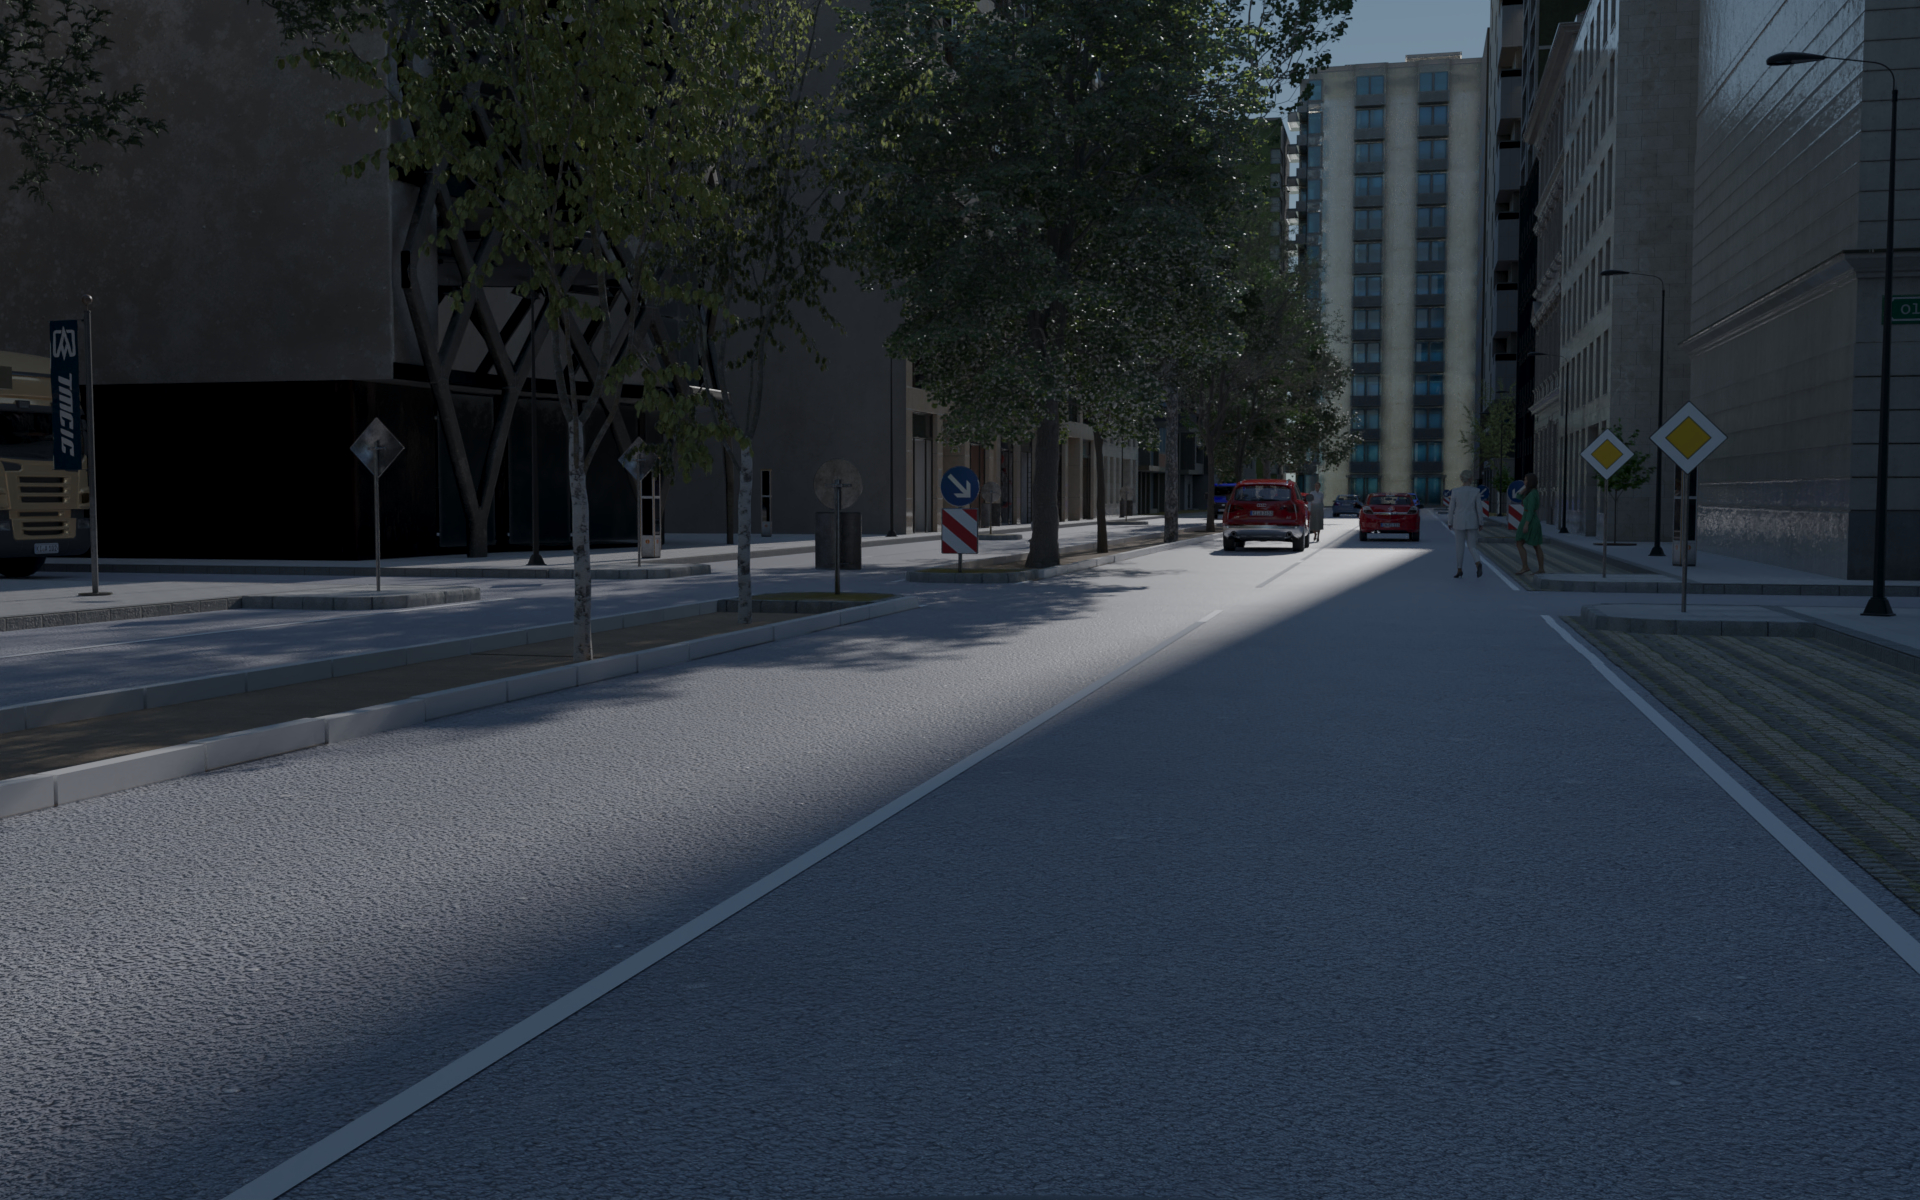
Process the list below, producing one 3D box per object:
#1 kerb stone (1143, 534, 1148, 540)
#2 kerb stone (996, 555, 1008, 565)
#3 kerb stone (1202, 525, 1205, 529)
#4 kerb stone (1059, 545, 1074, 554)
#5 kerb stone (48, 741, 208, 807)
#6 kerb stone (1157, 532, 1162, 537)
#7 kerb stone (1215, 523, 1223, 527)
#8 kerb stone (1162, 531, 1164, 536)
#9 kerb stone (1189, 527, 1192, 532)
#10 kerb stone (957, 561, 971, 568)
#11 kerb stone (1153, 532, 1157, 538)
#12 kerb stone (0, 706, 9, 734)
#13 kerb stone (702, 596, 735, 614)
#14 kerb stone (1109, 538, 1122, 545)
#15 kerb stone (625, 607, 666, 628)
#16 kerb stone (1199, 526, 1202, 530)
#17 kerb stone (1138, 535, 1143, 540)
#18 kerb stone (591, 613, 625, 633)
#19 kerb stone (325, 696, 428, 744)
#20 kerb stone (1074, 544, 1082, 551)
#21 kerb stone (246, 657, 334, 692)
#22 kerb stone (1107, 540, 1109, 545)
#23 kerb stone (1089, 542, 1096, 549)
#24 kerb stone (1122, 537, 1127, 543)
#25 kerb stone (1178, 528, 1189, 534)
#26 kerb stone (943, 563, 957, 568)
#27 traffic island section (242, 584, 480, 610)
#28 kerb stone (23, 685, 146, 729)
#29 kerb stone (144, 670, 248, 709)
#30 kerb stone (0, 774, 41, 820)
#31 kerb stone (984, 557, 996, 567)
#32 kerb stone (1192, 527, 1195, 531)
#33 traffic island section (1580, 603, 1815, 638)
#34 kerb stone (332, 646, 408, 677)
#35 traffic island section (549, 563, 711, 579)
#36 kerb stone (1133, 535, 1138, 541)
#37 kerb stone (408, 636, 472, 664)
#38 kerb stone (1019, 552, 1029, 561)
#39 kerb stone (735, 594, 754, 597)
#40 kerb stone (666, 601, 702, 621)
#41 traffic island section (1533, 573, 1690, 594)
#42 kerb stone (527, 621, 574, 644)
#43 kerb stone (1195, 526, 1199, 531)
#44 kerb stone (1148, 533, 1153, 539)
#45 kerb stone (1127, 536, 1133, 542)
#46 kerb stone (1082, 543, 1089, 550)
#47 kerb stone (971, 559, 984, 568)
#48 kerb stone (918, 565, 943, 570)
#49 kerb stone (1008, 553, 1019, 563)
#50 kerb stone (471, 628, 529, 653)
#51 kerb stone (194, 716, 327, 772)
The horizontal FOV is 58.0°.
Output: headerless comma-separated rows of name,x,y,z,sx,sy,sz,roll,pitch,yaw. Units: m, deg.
kerb stone,5.663,-1.954,54.139,0.120,0.150,1.000,1,4,15
kerb stone,0.756,-0.800,35.282,0.120,0.150,1.000,1,4,15
kerb stone,9.544,-2.864,69.047,0.120,0.150,1.000,1,4,15
kerb stone,2.555,-1.224,42.223,0.120,0.150,1.000,1,4,15
kerb stone,-4.065,0.846,8.433,0.120,0.150,1.000,1,4,15
kerb stone,6.434,-2.136,57.115,0.120,0.150,1.000,1,4,15
kerb stone,11.345,-3.289,76.000,0.120,0.150,1.000,1,4,15
kerb stone,6.697,-2.197,58.110,0.120,0.150,1.000,1,4,15
kerb stone,8.513,-2.617,65.081,0.120,0.150,1.000,1,4,15
kerb stone,-0.023,-0.618,32.306,0.120,0.150,1.000,1,4,15
kerb stone,6.184,-2.075,56.124,0.120,0.150,1.000,1,4,15
kerb stone,-5.831,0.747,9.989,0.120,0.150,1.000,1,4,15
kerb stone,-2.992,0.080,20.892,0.120,0.150,1.000,1,4,15
kerb stone,4.380,-1.644,49.181,0.120,0.150,1.000,1,4,15
kerb stone,-3.503,0.201,18.911,0.120,0.150,1.000,1,4,15
kerb stone,9.279,-2.801,68.054,0.120,0.150,1.000,1,4,15
kerb stone,5.410,-1.891,53.149,0.120,0.150,1.000,1,4,15
kerb stone,-3.768,0.264,17.921,0.120,0.150,1.000,1,4,15
kerb stone,-3.546,0.728,10.414,0.120,0.150,1.000,1,4,15
kerb stone,2.818,-1.283,43.216,0.120,0.150,1.000,1,4,15
kerb stone,-5.058,0.565,12.959,0.120,0.150,1.000,1,4,15
kerb stone,3.855,-1.526,47.185,0.120,0.150,1.000,1,4,15
kerb stone,3.331,-1.407,45.201,0.120,0.150,1.000,1,4,15
kerb stone,4.626,-1.711,50.174,0.120,0.150,1.000,1,4,15
kerb stone,8.248,-2.562,64.080,0.120,0.150,1.000,1,4,15
kerb stone,-0.282,-0.556,31.313,0.120,0.150,1.000,1,4,15
traffic island section,-7.694,-0.035,22.855,2.009,0.180,2.903,1,4,15
kerb stone,-5.581,0.686,10.980,0.120,0.150,1.000,1,4,15
kerb stone,-5.317,0.626,11.967,0.120,0.150,1.000,1,4,15
kerb stone,-4.324,0.905,7.444,0.120,0.150,1.000,1,4,15
kerb stone,0.493,-0.738,34.284,0.120,0.150,1.000,1,4,15
kerb stone,8.766,-2.684,66.074,0.120,0.150,1.000,1,4,15
traffic island section,7.879,0.212,18.810,2.009,0.180,2.903,1,4,15
kerb stone,-4.798,0.504,13.950,0.120,0.150,1.000,1,4,15
traffic island section,-5.682,-0.508,30.583,2.009,0.180,2.903,1,4,15
kerb stone,5.147,-1.832,52.156,0.120,0.150,1.000,1,4,15
kerb stone,-4.545,0.448,14.940,0.120,0.150,1.000,1,4,15
kerb stone,1.265,-0.922,37.267,0.120,0.150,1.000,1,4,15
kerb stone,-2.737,0.022,21.882,0.120,0.150,1.000,1,4,15
kerb stone,-3.250,0.140,19.901,0.120,0.150,1.000,1,4,15
traffic island section,9.891,-0.260,26.539,2.009,0.180,2.903,1,4,15
kerb stone,-4.028,0.322,16.932,0.120,0.150,1.000,1,4,15
kerb stone,9.025,-2.742,67.063,0.120,0.150,1.000,1,4,15
kerb stone,5.926,-2.012,55.129,0.120,0.150,1.000,1,4,15
kerb stone,4.901,-1.772,51.163,0.120,0.150,1.000,1,4,15
kerb stone,3.074,-1.342,44.206,0.120,0.150,1.000,1,4,15
kerb stone,0.238,-0.679,33.294,0.120,0.150,1.000,1,4,15
kerb stone,-0.539,-0.492,30.323,0.120,0.150,1.000,1,4,15
kerb stone,1.016,-0.858,36.270,0.120,0.150,1.000,1,4,15
kerb stone,-4.292,0.387,15.944,0.120,0.150,1.000,1,4,15
kerb stone,-3.813,0.781,9.427,0.120,0.150,1.000,1,4,15
